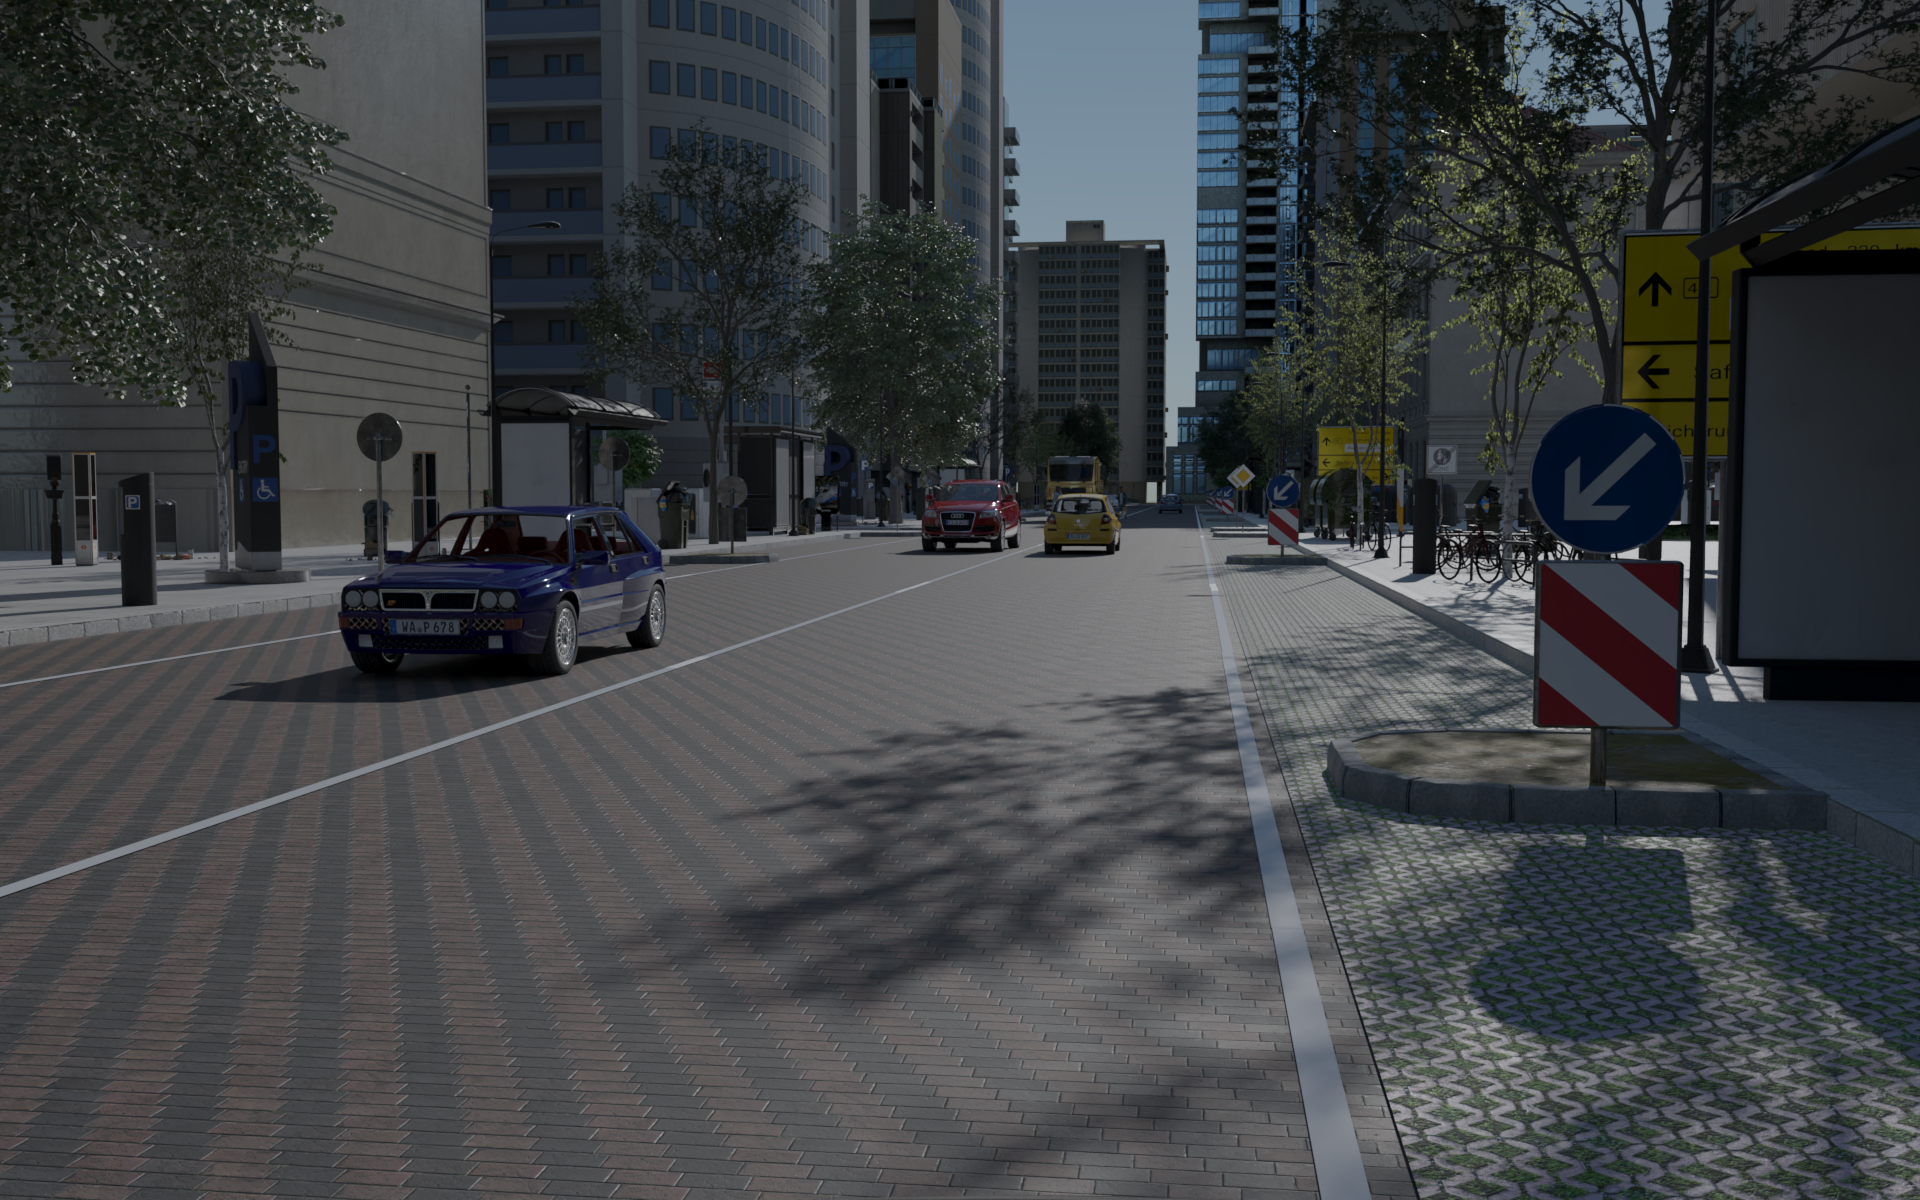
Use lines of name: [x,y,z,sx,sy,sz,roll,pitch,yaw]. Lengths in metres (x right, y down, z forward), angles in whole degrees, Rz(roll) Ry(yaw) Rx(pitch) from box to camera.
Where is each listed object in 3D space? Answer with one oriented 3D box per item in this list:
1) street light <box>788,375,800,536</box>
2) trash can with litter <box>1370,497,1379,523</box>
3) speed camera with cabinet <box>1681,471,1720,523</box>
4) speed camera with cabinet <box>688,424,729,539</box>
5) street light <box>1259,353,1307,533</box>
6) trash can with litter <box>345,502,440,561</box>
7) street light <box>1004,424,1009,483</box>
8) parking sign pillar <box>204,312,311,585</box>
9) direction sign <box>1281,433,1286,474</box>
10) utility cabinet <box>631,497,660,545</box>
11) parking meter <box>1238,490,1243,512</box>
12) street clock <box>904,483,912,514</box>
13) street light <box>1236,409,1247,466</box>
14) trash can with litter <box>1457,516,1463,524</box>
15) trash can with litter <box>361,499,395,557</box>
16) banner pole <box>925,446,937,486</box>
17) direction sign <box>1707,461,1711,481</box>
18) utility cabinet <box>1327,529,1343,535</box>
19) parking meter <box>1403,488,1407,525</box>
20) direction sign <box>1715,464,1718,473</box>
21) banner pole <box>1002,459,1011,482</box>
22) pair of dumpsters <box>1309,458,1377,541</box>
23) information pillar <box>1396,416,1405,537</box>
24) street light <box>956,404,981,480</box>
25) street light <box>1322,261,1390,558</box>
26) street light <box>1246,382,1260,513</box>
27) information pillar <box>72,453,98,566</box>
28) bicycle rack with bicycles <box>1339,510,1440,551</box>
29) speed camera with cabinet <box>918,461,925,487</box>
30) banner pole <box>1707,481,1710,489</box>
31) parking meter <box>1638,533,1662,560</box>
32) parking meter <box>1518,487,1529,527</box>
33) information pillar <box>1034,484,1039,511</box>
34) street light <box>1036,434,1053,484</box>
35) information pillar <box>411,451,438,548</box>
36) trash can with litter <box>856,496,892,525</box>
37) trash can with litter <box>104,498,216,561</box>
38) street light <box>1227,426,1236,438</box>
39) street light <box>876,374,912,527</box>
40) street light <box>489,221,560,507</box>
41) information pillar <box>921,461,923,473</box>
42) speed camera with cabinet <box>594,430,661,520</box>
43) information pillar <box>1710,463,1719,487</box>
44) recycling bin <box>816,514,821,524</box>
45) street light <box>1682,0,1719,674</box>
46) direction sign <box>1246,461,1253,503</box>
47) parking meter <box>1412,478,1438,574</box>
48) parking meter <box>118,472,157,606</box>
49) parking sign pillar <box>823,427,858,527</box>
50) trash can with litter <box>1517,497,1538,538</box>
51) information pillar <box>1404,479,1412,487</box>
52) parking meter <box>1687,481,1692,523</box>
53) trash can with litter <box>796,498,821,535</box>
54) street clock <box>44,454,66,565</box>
street light: [-4.533,-4.889,52.475,1.470,5.913,1.316,0,4,8]
trash can with litter: [16.174,-3.529,69.079,1.055,1.170,0.624,-1,4,-18]
speed camera with cabinet: [30.295,-4.629,70.014,2.038,3.252,0.660,0,4,-4]
speed camera with cabinet: [-7.201,-3.368,49.406,0.660,3.252,2.038,-2,4,-28]
street light: [10.707,-5.161,56.923,1.470,5.913,1.316,0,4,8]
trash can with litter: [-10.848,-1.392,33.814,2.233,1.210,1.678,-2,4,-24]
street light: [3.438,-8.513,111.735,1.470,5.913,1.316,0,4,8]
parking sign pillar: [-10.237,-2.244,25.154,1.447,3.967,1.447,-2,4,-32]
direction sign: [12.153,-4.473,65.127,0.379,3.537,0.876,0,4,1]
utility cabinet: [-7.837,-1.999,43.853,0.306,1.237,1.020,3,5,43]
parking meter: [19.614,-6.890,121.067,0.372,1.533,0.369,0,3,0]
street clock: [-3.414,-6.688,113.917,0.471,2.002,0.358,-1,4,-19]
street light: [16.021,-7.488,94.969,1.470,5.913,1.316,0,4,8]
trash can with litter: [21.284,-3.911,75.335,1.055,1.170,0.624,0,4,-6]
trash can with litter: [-12.092,-1.503,35.960,0.624,1.170,1.055,-1,4,-13]
banner pole: [-1.444,-6.086,89.530,0.863,3.779,0.401,-1,4,-10]
direction sign: [43.983,-6.757,102.477,0.379,3.537,0.876,-3,4,-36]
utility cabinet: [11.705,-2.778,54.105,0.318,1.500,1.173,2,4,25]
parking meter: [18.578,-3.933,72.708,0.372,1.533,0.369,0,3,0]
direction sign: [57.639,-8.548,131.762,0.379,3.537,0.876,0,4,-4]
banner pole: [3.387,-8.218,124.384,0.863,3.779,0.401,-3,4,-36]
pair of dumpsters: [10.861,-2.860,49.247,1.574,2.255,4.437,0,4,8]
information pillar: [13.308,-3.728,52.305,0.183,3.616,0.504,0,4,1]
street light: [0.386,-7.154,89.510,1.470,5.913,1.316,0,4,8]
street light: [7.914,-3.799,34.653,1.470,5.913,1.316,0,4,8]
street light: [12.826,-6.089,72.097,1.470,5.913,1.316,0,4,8]
information pillar: [-15.588,-1.613,30.865,0.304,2.012,0.304,-1,4,-9]
bicycle rack with bicycles: [9.938,-1.599,39.520,2.852,0.926,2.925,1,4,16]
speed camera with cabinet: [-1.189,-5.940,91.457,2.038,3.252,0.660,1,4,12]
banner pole: [53.494,-8.195,124.006,0.863,3.779,0.401,-2,4,-28]
parking meter: [13.143,-1.664,32.914,0.399,1.863,0.255,-1,4,-15]
parking meter: [21.713,-3.569,66.770,0.372,1.533,0.369,0,3,0]
information pillar: [5.804,-7.754,131.267,0.304,2.012,0.304,3,5,40]
street light: [6.515,-9.930,134.894,1.470,5.913,1.316,0,4,8]
information pillar: [-9.254,-1.558,29.963,0.304,2.012,0.304,2,4,28]
trash can with litter: [-3.970,-3.759,72.516,2.233,1.210,1.678,1,4,13]
trash can with litter: [-15.929,-1.395,33.865,2.233,1.210,1.678,0,4,-2]
street light: [19.063,-8.878,117.689,1.470,5.913,1.316,0,4,8]
street light: [-2.534,-5.794,67.268,1.470,5.913,1.316,0,4,8]
street light: [-7.492,-3.497,29.711,1.470,5.913,1.316,0,4,8]
information pillar: [-2.019,-6.585,99.021,0.504,3.616,0.183,3,5,42]
speed camera with cabinet: [-10.043,-3.550,52.372,2.038,3.252,0.660,1,4,21]
information pillar: [55.724,-8.377,128.310,0.504,3.616,0.183,0,4,7]
recycling bin: [-5.834,-3.842,75.368,0.722,1.027,0.722,2,4,29]
street light: [4.783,-2.440,12.439,1.470,5.913,1.316,0,4,8]
direction sign: [19.999,-7.815,119.774,0.379,3.537,0.876,3,5,40]
parking meter: [7.477,-1.189,27.854,0.372,1.533,0.369,0,3,0]
parking meter: [-9.475,-0.706,19.960,0.372,1.533,0.369,0,3,0]
parking sign pillar: [-4.772,-4.915,68.831,1.447,3.967,1.447,2,4,29]
trash can with litter: [17.261,-2.436,50.893,2.233,1.210,1.678,-2,4,-25]
information pillar: [22.376,-5.026,86.659,0.304,2.012,0.304,-3,4,-38]
parking meter: [27.872,-3.678,65.841,0.399,1.863,0.255,0,4,8]
trash can with litter: [-4.782,-2.628,54.353,0.624,1.170,1.055,1,4,10]
street clock: [-16.313,-1.630,31.227,0.358,2.002,0.471,-2,4,-28]
